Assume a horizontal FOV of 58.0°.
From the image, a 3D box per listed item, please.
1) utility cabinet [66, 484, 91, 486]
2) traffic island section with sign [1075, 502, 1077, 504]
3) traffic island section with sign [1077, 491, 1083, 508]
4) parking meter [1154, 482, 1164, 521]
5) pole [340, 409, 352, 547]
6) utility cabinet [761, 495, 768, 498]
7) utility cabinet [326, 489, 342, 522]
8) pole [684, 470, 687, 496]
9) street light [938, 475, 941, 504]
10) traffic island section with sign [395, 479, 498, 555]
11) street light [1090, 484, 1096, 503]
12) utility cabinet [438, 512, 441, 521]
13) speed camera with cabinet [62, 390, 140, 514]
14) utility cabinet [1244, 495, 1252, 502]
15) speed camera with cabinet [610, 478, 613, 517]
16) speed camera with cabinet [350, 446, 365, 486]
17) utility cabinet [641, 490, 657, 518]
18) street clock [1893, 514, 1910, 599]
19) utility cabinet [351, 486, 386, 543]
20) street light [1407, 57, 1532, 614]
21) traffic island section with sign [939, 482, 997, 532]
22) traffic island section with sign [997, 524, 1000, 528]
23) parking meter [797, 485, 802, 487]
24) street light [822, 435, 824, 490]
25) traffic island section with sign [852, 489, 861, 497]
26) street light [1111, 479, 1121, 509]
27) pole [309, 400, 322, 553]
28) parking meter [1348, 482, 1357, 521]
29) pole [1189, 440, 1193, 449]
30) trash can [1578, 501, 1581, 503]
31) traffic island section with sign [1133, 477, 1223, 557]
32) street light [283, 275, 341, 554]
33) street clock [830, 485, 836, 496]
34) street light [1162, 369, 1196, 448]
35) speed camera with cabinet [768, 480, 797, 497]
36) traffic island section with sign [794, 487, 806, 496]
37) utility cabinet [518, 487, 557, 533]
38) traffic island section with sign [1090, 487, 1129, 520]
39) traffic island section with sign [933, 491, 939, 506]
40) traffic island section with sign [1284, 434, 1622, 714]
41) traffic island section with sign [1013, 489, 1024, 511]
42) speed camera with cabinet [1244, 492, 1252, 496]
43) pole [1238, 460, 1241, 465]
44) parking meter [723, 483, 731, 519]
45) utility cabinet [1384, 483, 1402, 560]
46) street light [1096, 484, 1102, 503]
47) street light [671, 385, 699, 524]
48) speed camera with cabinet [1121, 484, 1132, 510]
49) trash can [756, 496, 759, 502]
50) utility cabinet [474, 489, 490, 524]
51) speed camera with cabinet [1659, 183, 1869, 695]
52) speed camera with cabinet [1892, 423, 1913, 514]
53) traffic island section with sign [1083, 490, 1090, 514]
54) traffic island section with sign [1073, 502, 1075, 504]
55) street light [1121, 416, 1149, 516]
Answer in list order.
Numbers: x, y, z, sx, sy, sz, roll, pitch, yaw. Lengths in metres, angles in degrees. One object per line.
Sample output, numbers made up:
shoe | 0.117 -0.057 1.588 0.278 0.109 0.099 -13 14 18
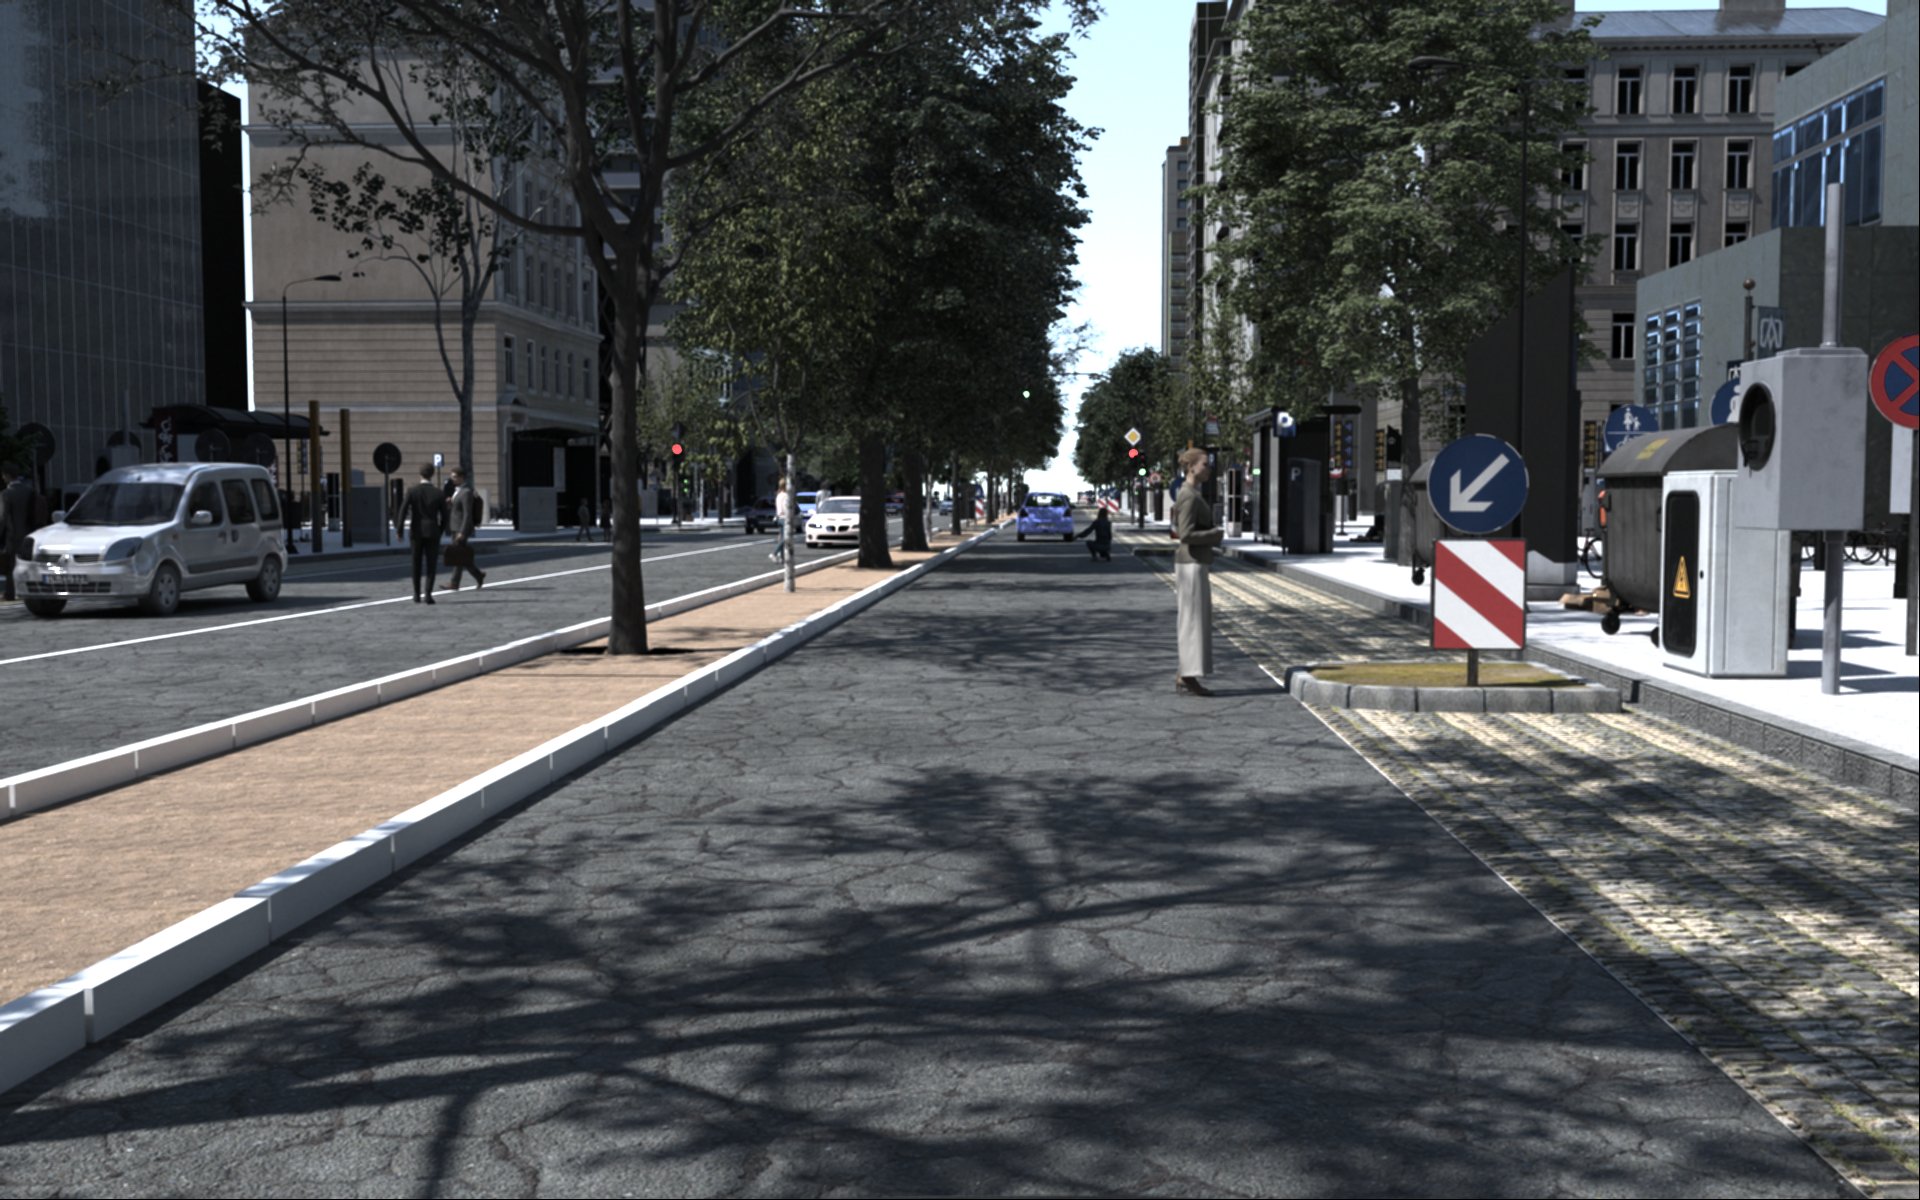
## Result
utility cabinet | -18.668 -1.749 37.269 1.173 1.500 0.318 1 4 22
traffic island section with sign | 14.496 -11.663 199.319 1.989 1.847 2.006 0 4 3
traffic island section with sign | 12.895 -10.016 172.385 1.989 1.847 2.006 0 4 3
parking meter | 9.512 -4.714 82.792 0.255 1.863 0.399 -3 5 -41
pole | -14.752 -2.922 41.622 0.158 3.312 0.155 0 3 0
utility cabinet | -12.209 -6.115 111.134 1.020 1.237 0.306 0 4 5
utility cabinet | -28.277 -4.297 78.932 1.173 1.500 0.318 -3 5 -40
pole | -18.541 -7.520 116.797 0.158 3.312 0.155 0 3 0
street light | -2.205 -15.962 233.523 1.470 5.913 1.316 0 4 3
traffic island section with sign | -12.198 -2.008 41.467 1.989 1.847 2.006 0 4 3
street light | 17.787 -15.397 224.284 1.470 5.913 1.316 0 4 3
utility cabinet | -24.832 -4.362 82.481 0.306 1.237 1.020 0 4 -8
speed camera with cabinet | -16.539 -2.384 33.318 2.038 3.252 0.660 3 4 38
utility cabinet | 18.620 -6.281 113.861 0.306 1.237 1.020 -2 4 -33
speed camera with cabinet | -18.343 -6.013 92.655 0.660 3.252 2.038 0 4 -5
speed camera with cabinet | -21.985 -4.225 63.419 0.660 3.252 2.038 -2 4 -32
utility cabinet | -16.553 -5.107 92.174 0.318 1.500 1.173 1 4 19
street clock | 11.601 -1.019 21.225 0.358 2.002 0.471 1 4 10
utility cabinet | -15.520 -2.240 45.303 1.173 1.500 0.318 1 4 23
street light | 5.455 -2.814 18.546 1.470 5.913 1.316 0 4 3
traffic island section with sign | 0.252 -3.521 65.707 2.006 1.907 1.989 0 4 3
traffic island section with sign | 0.702 -3.973 73.100 2.006 1.907 1.989 0 4 3
parking meter | -10.651 -6.644 114.342 0.255 1.863 0.399 2 4 30
street light | -8.925 -8.994 119.592 1.470 5.913 1.316 0 4 3
traffic island section with sign | -7.335 -7.018 123.364 1.989 1.847 2.006 0 4 3
street light | 13.266 -10.723 147.860 1.470 5.913 1.316 0 4 3
pole | -14.080 -2.691 37.845 0.158 3.312 0.155 0 3 0
parking meter | 18.790 -4.719 82.861 0.399 1.863 0.255 -3 5 -40
pole | 8.690 -4.374 65.353 0.158 3.312 0.155 0 3 0
trash can | 11.992 -1.404 34.603 0.748 1.137 0.748 0 3 0
traffic island section with sign | 5.049 -1.939 40.330 1.989 1.847 2.006 0 4 3
street light | -13.814 -3.937 36.904 1.470 5.913 1.316 0 4 3
street clock | -10.025 -8.073 136.566 0.471 2.002 0.358 3 4 38
street light | 8.199 -5.620 64.435 1.470 5.913 1.316 0 4 3
speed camera with cabinet | -11.148 -6.999 108.768 0.660 3.252 2.038 3 4 39
traffic island section with sign | -8.936 -5.372 96.456 1.989 1.847 2.006 0 4 3
utility cabinet | -13.773 -2.926 56.519 1.173 1.500 0.318 -2 4 -28
traffic island section with sign | 8.330 -5.327 95.720 1.989 1.847 2.006 0 4 3
traffic island section with sign | -2.713 -11.759 200.887 1.989 1.847 2.006 0 4 3
traffic island section with sign | 3.356 -0.219 12.215 1.989 1.847 2.006 0 4 3
traffic island section with sign | 5.157 -8.561 148.107 2.006 1.907 1.989 0 4 3
speed camera with cabinet | 22.213 -8.328 130.495 2.038 3.252 0.660 1 4 9
pole | 16.624 -6.682 103.099 0.158 3.312 0.155 0 3 0
parking meter | -12.232 -5.213 90.940 0.399 1.863 0.255 -3 5 -40
utility cabinet | 8.832 -1.527 33.648 1.173 1.500 0.318 -1 4 -17
street light | 15.085 -12.605 178.639 1.470 5.913 1.316 0 4 3
street light | -11.673 -6.201 73.935 1.470 5.913 1.316 0 4 3
speed camera with cabinet | 13.684 -8.997 141.441 0.660 3.252 2.038 1 4 18
trash can | -13.627 -6.293 114.541 0.748 1.137 0.748 0 3 0
utility cabinet | -20.832 -4.023 74.461 1.173 1.500 0.318 1 4 8
speed camera with cabinet | 5.439 -1.070 11.837 0.660 3.252 2.038 0 4 3
speed camera with cabinet | 12.017 -1.586 20.271 2.038 3.252 0.660 0 4 -6
traffic island section with sign | 9.938 -6.985 122.836 1.989 1.847 2.006 0 4 3
traffic island section with sign | 17.769 -15.027 254.321 1.989 1.847 2.006 0 4 3
street light | 10.475 -7.950 102.523 1.470 5.913 1.316 0 4 3
